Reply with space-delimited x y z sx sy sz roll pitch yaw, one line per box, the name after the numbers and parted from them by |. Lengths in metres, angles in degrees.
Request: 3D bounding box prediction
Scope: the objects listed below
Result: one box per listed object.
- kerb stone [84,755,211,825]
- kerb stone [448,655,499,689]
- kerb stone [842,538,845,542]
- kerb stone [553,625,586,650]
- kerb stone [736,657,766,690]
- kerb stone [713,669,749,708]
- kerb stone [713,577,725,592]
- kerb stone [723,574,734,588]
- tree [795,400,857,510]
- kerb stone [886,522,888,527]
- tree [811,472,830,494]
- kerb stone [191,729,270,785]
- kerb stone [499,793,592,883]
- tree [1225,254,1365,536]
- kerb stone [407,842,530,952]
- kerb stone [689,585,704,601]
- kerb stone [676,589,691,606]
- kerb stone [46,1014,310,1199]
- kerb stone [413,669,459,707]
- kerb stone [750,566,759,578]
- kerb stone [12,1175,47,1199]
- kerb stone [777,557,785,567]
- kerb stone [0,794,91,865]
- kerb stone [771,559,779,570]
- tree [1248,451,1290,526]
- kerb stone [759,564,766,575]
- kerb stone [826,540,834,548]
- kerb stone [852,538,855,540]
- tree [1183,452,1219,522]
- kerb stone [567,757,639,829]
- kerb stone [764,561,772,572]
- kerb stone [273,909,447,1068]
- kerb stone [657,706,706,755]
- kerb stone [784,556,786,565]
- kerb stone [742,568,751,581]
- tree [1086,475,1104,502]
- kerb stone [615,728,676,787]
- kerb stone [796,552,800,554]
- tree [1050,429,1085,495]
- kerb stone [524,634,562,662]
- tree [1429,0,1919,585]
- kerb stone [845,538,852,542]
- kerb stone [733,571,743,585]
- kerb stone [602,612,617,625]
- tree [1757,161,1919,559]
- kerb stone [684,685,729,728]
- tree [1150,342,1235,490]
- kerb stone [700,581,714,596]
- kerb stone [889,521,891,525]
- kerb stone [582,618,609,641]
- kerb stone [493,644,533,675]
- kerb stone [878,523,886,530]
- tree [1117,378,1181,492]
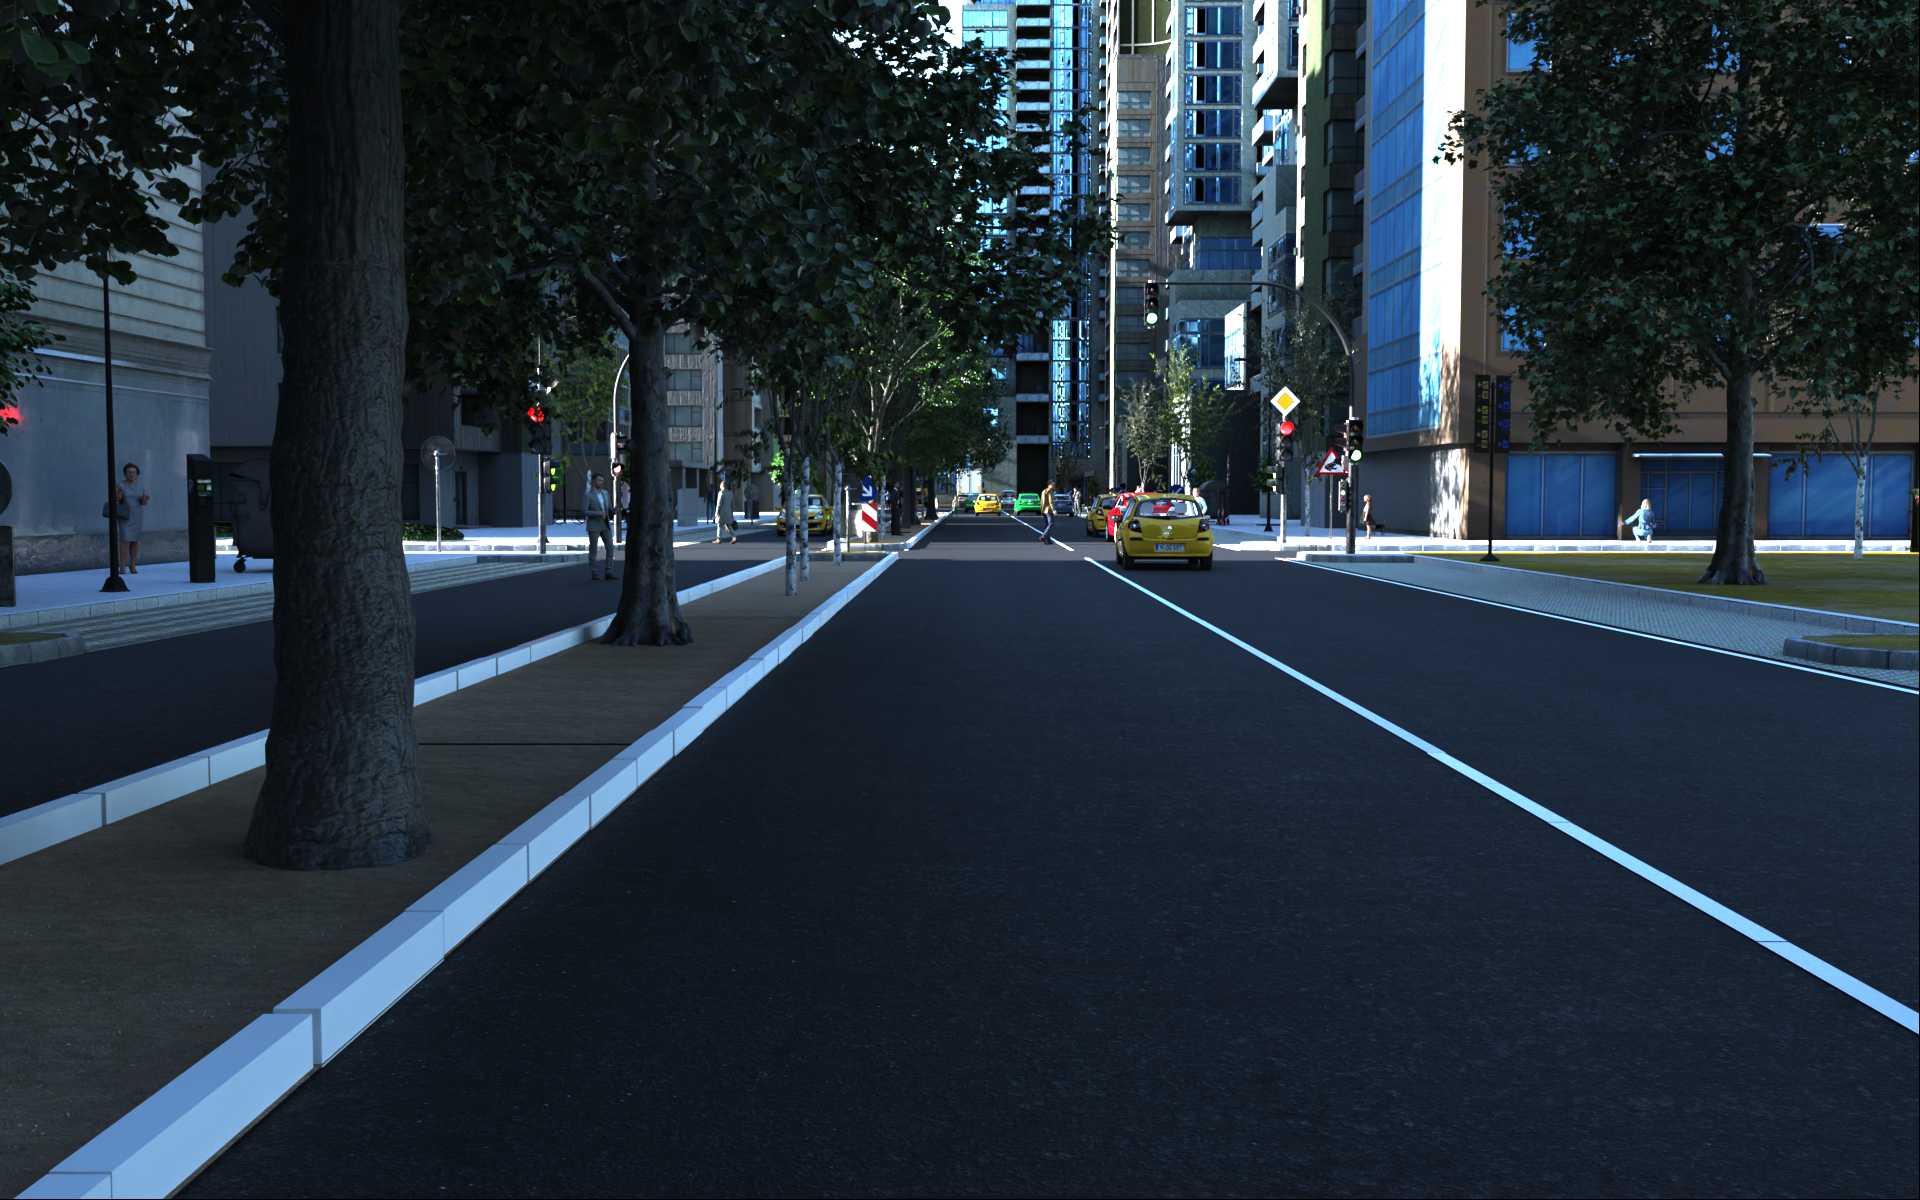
-3.727 0.872 7.944 0.120 0.150 1.000 0 4 0 | kerb stone
-3.701 0.558 13.080 0.120 0.150 1.000 0 4 0 | kerb stone
-3.448 -1.667 49.450 0.120 0.150 1.000 0 4 0 | kerb stone
-3.679 0.370 16.149 0.120 0.150 1.000 0 4 0 | kerb stone
-1.599 0.571 13.020 0.120 0.150 1.000 0 4 0 | kerb stone
-1.604 0.624 11.990 0.120 0.150 1.000 0 4 0 | kerb stone
-3.609 -0.194 25.362 0.120 0.150 1.000 0 4 0 | kerb stone
-3.606 -0.254 26.384 0.120 0.150 1.000 0 4 0 | kerb stone
-10.118 -12.618 140.717 7.601 10.594 8.767 0 4 4 | tree
-3.287 -3.171 74.043 0.120 0.150 1.000 0 4 0 | kerb stone
-10.677 -8.167 128.132 1.663 3.219 1.824 0 3 0 | tree
-3.722 0.809 8.966 0.120 0.150 1.000 0 4 0 | kerb stone
-1.640 0.938 6.864 0.120 0.150 1.000 0 4 0 | kerb stone
10.348 -6.238 52.355 4.360 8.622 3.978 0 3 0 | tree
-1.648 1.000 5.842 0.120 0.150 1.000 0 4 0 | kerb stone
-3.625 -0.067 23.318 0.120 0.150 1.000 0 4 0 | kerb stone
-3.636 -0.006 22.294 0.120 0.150 1.000 0 4 0 | kerb stone
-1.668 1.130 3.793 0.120 0.150 1.000 0 4 0 | kerb stone
-3.711 0.621 12.050 0.120 0.150 1.000 0 4 0 | kerb stone
-3.583 -0.444 29.458 0.120 0.150 1.000 0 4 0 | kerb stone
-1.665 1.188 2.771 0.120 0.150 1.000 0 4 0 | kerb stone
-3.561 -0.695 33.559 0.120 0.150 1.000 0 4 0 | kerb stone
-3.737 0.935 6.914 0.120 0.150 1.000 0 4 0 | kerb stone
-3.566 -0.629 32.529 0.120 0.150 1.000 0 4 0 | kerb stone
12.481 -4.649 70.613 1.663 3.219 1.824 0 3 0 | tree
-3.581 -0.499 30.485 0.120 0.150 1.000 0 4 0 | kerb stone
-3.474 -1.477 46.369 0.120 0.150 1.000 0 4 0 | kerb stone
-3.423 -1.918 53.548 0.120 0.150 1.000 0 4 0 | kerb stone
10.946 -5.139 78.630 1.663 3.219 1.824 0 3 0 | tree
-1.630 0.878 7.889 0.120 0.150 1.000 0 4 0 | kerb stone
-3.577 -0.562 31.507 0.120 0.150 1.000 0 4 0 | kerb stone
-1.650 1.063 4.820 0.120 0.150 1.000 0 4 0 | kerb stone
-1.613 0.757 9.942 0.120 0.150 1.000 0 4 0 | kerb stone
-3.555 -0.755 34.589 0.120 0.150 1.000 0 4 0 | kerb stone
-3.592 -0.380 28.433 0.120 0.150 1.000 0 4 0 | kerb stone
12.312 -9.992 157.965 1.663 3.219 1.824 0 3 0 | tree
-1.624 0.814 8.916 0.120 0.150 1.000 0 4 0 | kerb stone
-3.542 -0.878 36.633 0.120 0.150 1.000 0 4 0 | kerb stone
12.067 -15.092 197.115 4.360 8.622 3.978 0 3 0 | tree
-3.680 0.432 15.126 0.120 0.150 1.000 0 4 0 | kerb stone
11.197 -6.579 24.583 9.611 12.733 9.660 0 3 0 | tree
-3.435 -1.855 52.526 0.120 0.150 1.000 0 4 0 | kerb stone
-3.599 -0.319 27.411 0.120 0.150 1.000 0 4 0 | kerb stone
-3.661 0.246 18.193 0.120 0.150 1.000 0 4 0 | kerb stone
17.824 -5.137 34.360 4.360 8.622 3.978 0 3 0 | tree
-1.611 0.687 10.963 0.120 0.150 1.000 0 4 0 | kerb stone
10.918 -8.139 83.432 4.737 8.622 4.395 0 3 0 | tree
-3.622 -0.131 24.340 0.120 0.150 1.000 0 4 0 | kerb stone
-3.255 -3.486 79.184 0.120 0.150 1.000 0 4 0 | kerb stone
-3.668 0.311 17.171 0.120 0.150 1.000 0 4 0 | kerb stone
-3.687 0.500 14.102 0.120 0.150 1.000 0 4 0 | kerb stone
-3.290 -3.107 73.021 0.120 0.150 1.000 0 4 0 | kerb stone
11.641 -9.682 108.671 4.360 8.622 3.978 0 3 0 | tree
